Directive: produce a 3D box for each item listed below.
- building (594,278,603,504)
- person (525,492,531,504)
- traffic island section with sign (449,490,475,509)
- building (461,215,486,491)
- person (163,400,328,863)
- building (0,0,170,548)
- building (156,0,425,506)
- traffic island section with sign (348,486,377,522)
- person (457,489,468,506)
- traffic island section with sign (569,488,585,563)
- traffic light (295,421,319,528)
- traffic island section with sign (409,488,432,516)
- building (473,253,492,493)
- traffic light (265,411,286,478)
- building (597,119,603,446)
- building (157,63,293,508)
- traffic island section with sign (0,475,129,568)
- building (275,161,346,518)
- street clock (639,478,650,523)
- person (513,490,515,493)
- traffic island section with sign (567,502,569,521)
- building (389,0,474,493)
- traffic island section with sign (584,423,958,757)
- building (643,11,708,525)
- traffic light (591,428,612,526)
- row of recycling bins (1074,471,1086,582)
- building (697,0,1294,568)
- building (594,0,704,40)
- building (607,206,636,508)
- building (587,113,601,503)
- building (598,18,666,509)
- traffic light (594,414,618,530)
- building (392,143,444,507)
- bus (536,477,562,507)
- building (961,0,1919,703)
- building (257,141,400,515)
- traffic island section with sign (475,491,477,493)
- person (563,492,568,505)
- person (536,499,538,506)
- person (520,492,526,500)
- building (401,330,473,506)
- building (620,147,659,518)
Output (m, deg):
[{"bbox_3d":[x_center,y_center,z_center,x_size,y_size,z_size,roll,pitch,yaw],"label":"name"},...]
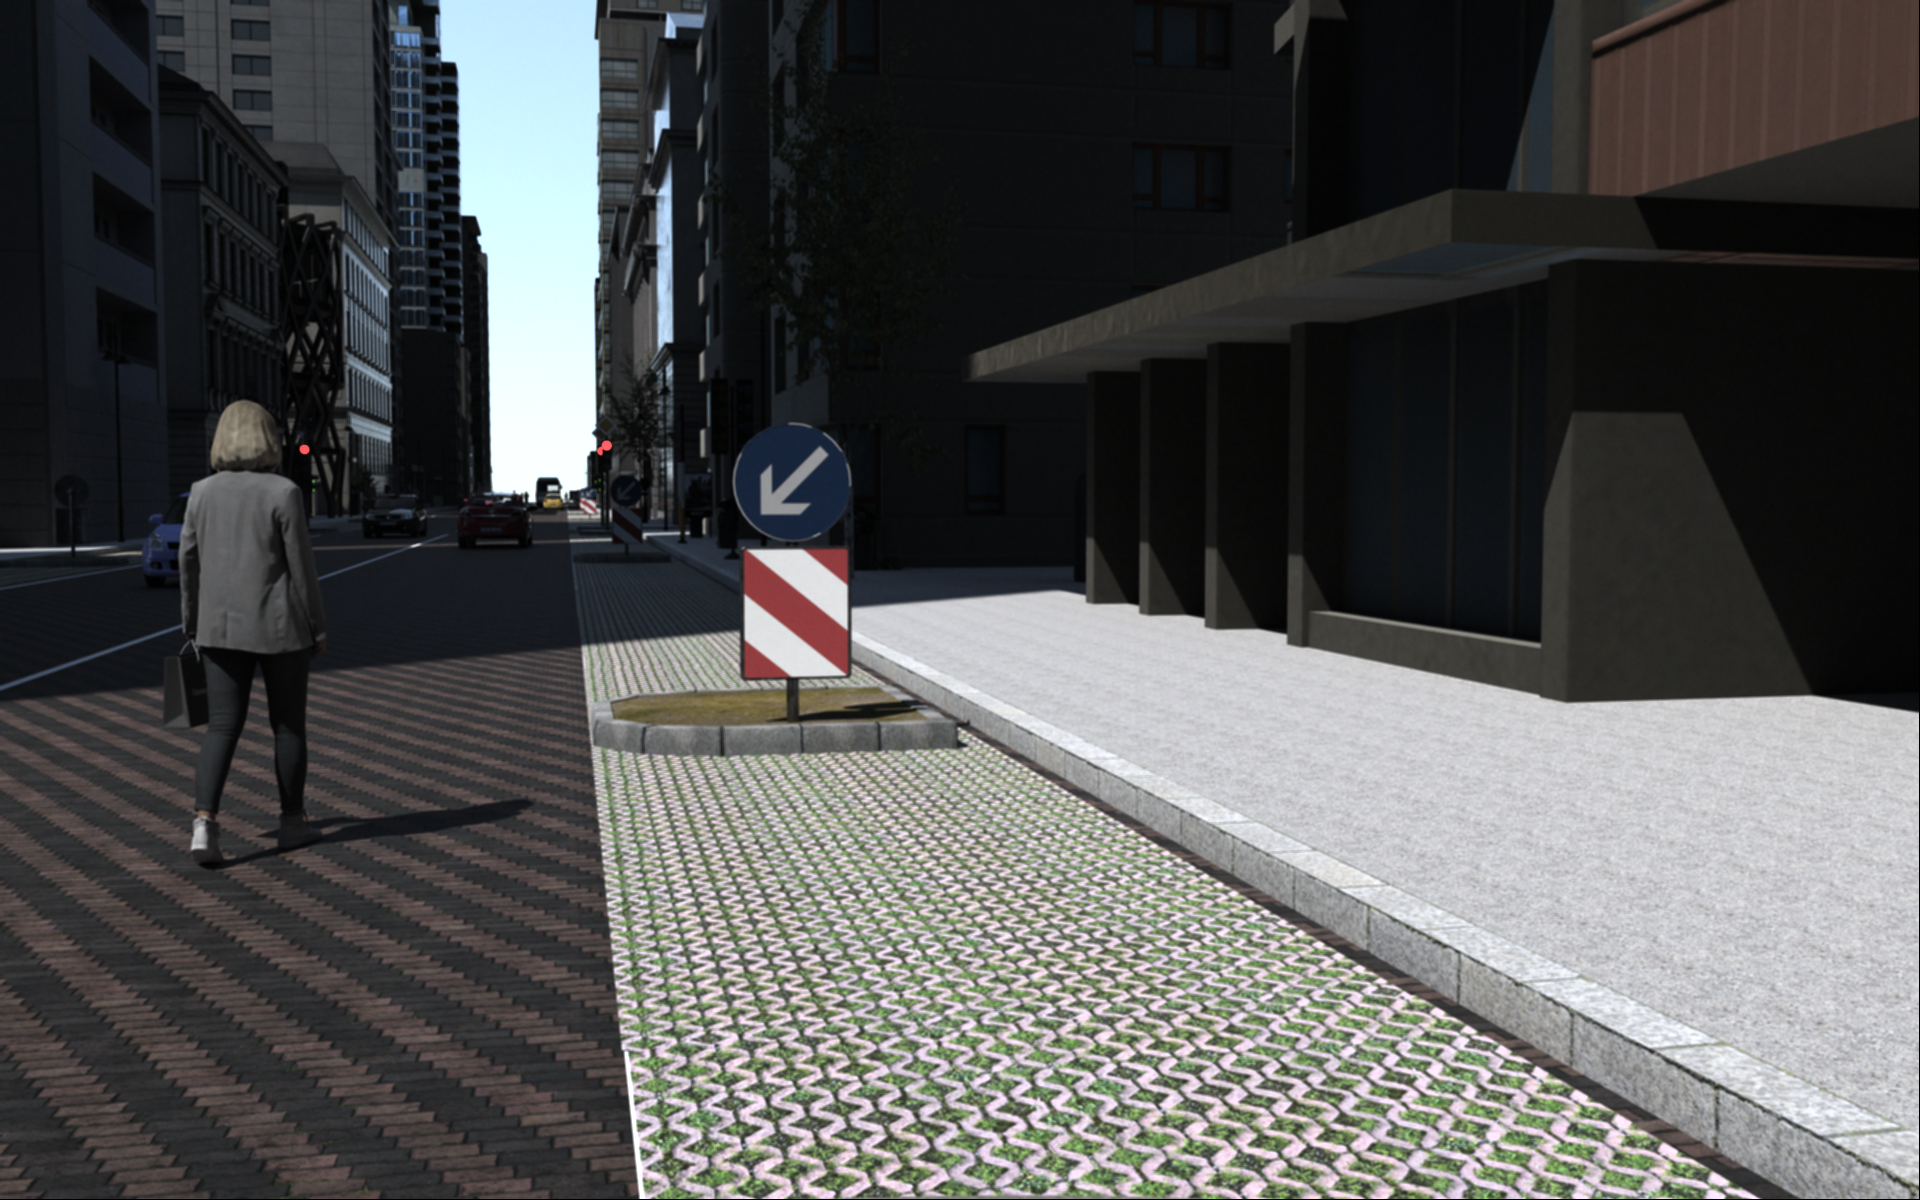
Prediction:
[{"bbox_3d":[-41.806,-28.188,232.574,14.160,30.474,14.107,-1,4,-13],"label":"building"},{"bbox_3d":[-64.486,-15.262,258.026,0.705,1.826,1.348,2,4,24],"label":"person"},{"bbox_3d":[-47.287,-9.503,163.995,1.989,1.847,2.006,-1,4,-13],"label":"traffic island section with sign"},{"bbox_3d":[-83.770,-37.145,261.942,22.147,44.769,28.867,-1,4,-13],"label":"building"},{"bbox_3d":[-2.882,0.112,6.857,0.709,1.800,0.728,0,4,8],"label":"person"},{"bbox_3d":[-37.167,-30.735,44.517,28.212,58.520,21.231,-1,4,-13],"label":"building"},{"bbox_3d":[-56.911,-43.309,146.356,20.563,71.187,20.611,-1,4,-13],"label":"building"},{"bbox_3d":[-30.028,-4.869,88.235,1.989,1.847,2.006,-1,4,-13],"label":"traffic island section with sign"},{"bbox_3d":[-41.351,-8.271,143.806,0.705,1.814,1.350,2,4,25],"label":"person"},{"bbox_3d":[-7.190,-1.714,36.660,1.989,1.847,2.006,-1,4,-13],"label":"traffic island section with sign"},{"bbox_3d":[-25.007,-4.733,66.301,0.839,4.253,0.868,-1,4,-13],"label":"traffic light"},{"bbox_3d":[-36.018,-6.477,114.527,1.989,1.847,2.006,-1,4,-13],"label":"traffic island section with sign"},{"bbox_3d":[-84.679,-36.728,284.091,14.154,41.232,14.086,-1,4,-13],"label":"building"},{"bbox_3d":[-23.234,-4.256,58.514,0.839,4.253,0.868,-1,4,-13],"label":"traffic light"},{"bbox_3d":[-31.056,-35.735,203.867,23.786,49.044,30.456,-1,4,-13],"label":"building"},{"bbox_3d":[-35.100,-12.752,73.119,10.561,19.102,19.286,-1,4,-13],"label":"building"},{"bbox_3d":[-17.799,-1.586,34.553,1.989,1.847,2.006,-1,4,-13],"label":"traffic island section with sign"},{"bbox_3d":[-41.479,-13.671,90.967,16.820,18.784,16.811,-1,4,-13],"label":"building"},{"bbox_3d":[-13.939,-4.405,76.592,0.358,2.002,0.471,3,5,42],"label":"street clock"},{"bbox_3d":[-46.165,-10.461,179.469,1.348,1.831,0.705,0,4,-3],"label":"person"},{"bbox_3d":[-19.598,-5.047,91.144,1.989,1.847,2.006,-1,4,-13],"label":"traffic island section with sign"},{"bbox_3d":[-76.903,-56.188,231.348,22.319,86.520,31.000,-1,4,-13],"label":"building"},{"bbox_3d":[-1.199,-0.107,10.376,1.989,1.847,2.006,-1,4,-13],"label":"traffic island section with sign"},{"bbox_3d":[3.575,-15.902,79.077,34.723,24.649,14.460,-1,4,-13],"label":"building"},{"bbox_3d":[-14.225,-4.883,68.764,0.839,4.253,0.868,-1,4,-13],"label":"traffic light"},{"bbox_3d":[3.276,-1.155,26.002,3.534,1.692,1.069,-2,4,-28],"label":"row of recycling bins"},{"bbox_3d":[8.038,-12.304,46.204,27.650,21.520,28.899,-1,4,-13],"label":"building"},{"bbox_3d":[-21.923,-35.879,175.864,28.713,52.752,27.495,-1,4,-13],"label":"building"},{"bbox_3d":[-18.699,-18.988,129.517,14.314,24.678,30.058,-1,4,-13],"label":"building"},{"bbox_3d":[-50.014,-59.397,283.818,22.319,86.520,31.000,-1,4,-13],"label":"building"},{"bbox_3d":[-24.813,-28.788,154.279,14.154,41.232,14.086,-1,4,-13],"label":"building"},{"bbox_3d":[-12.452,-4.407,60.977,0.839,4.253,0.868,-1,4,-13],"label":"traffic light"},{"bbox_3d":[-67.696,-29.126,168.093,32.217,40.220,23.993,-1,4,-13],"label":"building"},{"bbox_3d":[-46.748,-12.356,196.884,2.948,3.499,13.247,-1,4,-13],"label":"bus"},{"bbox_3d":[13.649,-21.675,9.014,22.147,44.769,28.867,-1,4,-13],"label":"building"},{"bbox_3d":[-48.195,-17.487,119.203,16.112,22.955,30.059,-1,4,-13],"label":"building"},{"bbox_3d":[-53.265,-11.110,190.282,1.989,1.847,2.006,-1,4,-13],"label":"traffic island section with sign"},{"bbox_3d":[-52.775,-13.622,231.672,0.568,1.767,0.683,0,4,-5],"label":"person"},{"bbox_3d":[-51.584,-12.407,211.296,0.705,1.831,1.348,-2,4,-27],"label":"person"},{"bbox_3d":[-63.703,-14.843,251.904,1.217,1.735,0.721,0,4,-6],"label":"person"},{"bbox_3d":[-70.293,-21.443,195.638,27.650,21.520,28.899,-1,4,-13],"label":"building"},{"bbox_3d":[-13.037,-15.987,103.191,13.314,21.916,24.055,-1,4,-13],"label":"building"}]
